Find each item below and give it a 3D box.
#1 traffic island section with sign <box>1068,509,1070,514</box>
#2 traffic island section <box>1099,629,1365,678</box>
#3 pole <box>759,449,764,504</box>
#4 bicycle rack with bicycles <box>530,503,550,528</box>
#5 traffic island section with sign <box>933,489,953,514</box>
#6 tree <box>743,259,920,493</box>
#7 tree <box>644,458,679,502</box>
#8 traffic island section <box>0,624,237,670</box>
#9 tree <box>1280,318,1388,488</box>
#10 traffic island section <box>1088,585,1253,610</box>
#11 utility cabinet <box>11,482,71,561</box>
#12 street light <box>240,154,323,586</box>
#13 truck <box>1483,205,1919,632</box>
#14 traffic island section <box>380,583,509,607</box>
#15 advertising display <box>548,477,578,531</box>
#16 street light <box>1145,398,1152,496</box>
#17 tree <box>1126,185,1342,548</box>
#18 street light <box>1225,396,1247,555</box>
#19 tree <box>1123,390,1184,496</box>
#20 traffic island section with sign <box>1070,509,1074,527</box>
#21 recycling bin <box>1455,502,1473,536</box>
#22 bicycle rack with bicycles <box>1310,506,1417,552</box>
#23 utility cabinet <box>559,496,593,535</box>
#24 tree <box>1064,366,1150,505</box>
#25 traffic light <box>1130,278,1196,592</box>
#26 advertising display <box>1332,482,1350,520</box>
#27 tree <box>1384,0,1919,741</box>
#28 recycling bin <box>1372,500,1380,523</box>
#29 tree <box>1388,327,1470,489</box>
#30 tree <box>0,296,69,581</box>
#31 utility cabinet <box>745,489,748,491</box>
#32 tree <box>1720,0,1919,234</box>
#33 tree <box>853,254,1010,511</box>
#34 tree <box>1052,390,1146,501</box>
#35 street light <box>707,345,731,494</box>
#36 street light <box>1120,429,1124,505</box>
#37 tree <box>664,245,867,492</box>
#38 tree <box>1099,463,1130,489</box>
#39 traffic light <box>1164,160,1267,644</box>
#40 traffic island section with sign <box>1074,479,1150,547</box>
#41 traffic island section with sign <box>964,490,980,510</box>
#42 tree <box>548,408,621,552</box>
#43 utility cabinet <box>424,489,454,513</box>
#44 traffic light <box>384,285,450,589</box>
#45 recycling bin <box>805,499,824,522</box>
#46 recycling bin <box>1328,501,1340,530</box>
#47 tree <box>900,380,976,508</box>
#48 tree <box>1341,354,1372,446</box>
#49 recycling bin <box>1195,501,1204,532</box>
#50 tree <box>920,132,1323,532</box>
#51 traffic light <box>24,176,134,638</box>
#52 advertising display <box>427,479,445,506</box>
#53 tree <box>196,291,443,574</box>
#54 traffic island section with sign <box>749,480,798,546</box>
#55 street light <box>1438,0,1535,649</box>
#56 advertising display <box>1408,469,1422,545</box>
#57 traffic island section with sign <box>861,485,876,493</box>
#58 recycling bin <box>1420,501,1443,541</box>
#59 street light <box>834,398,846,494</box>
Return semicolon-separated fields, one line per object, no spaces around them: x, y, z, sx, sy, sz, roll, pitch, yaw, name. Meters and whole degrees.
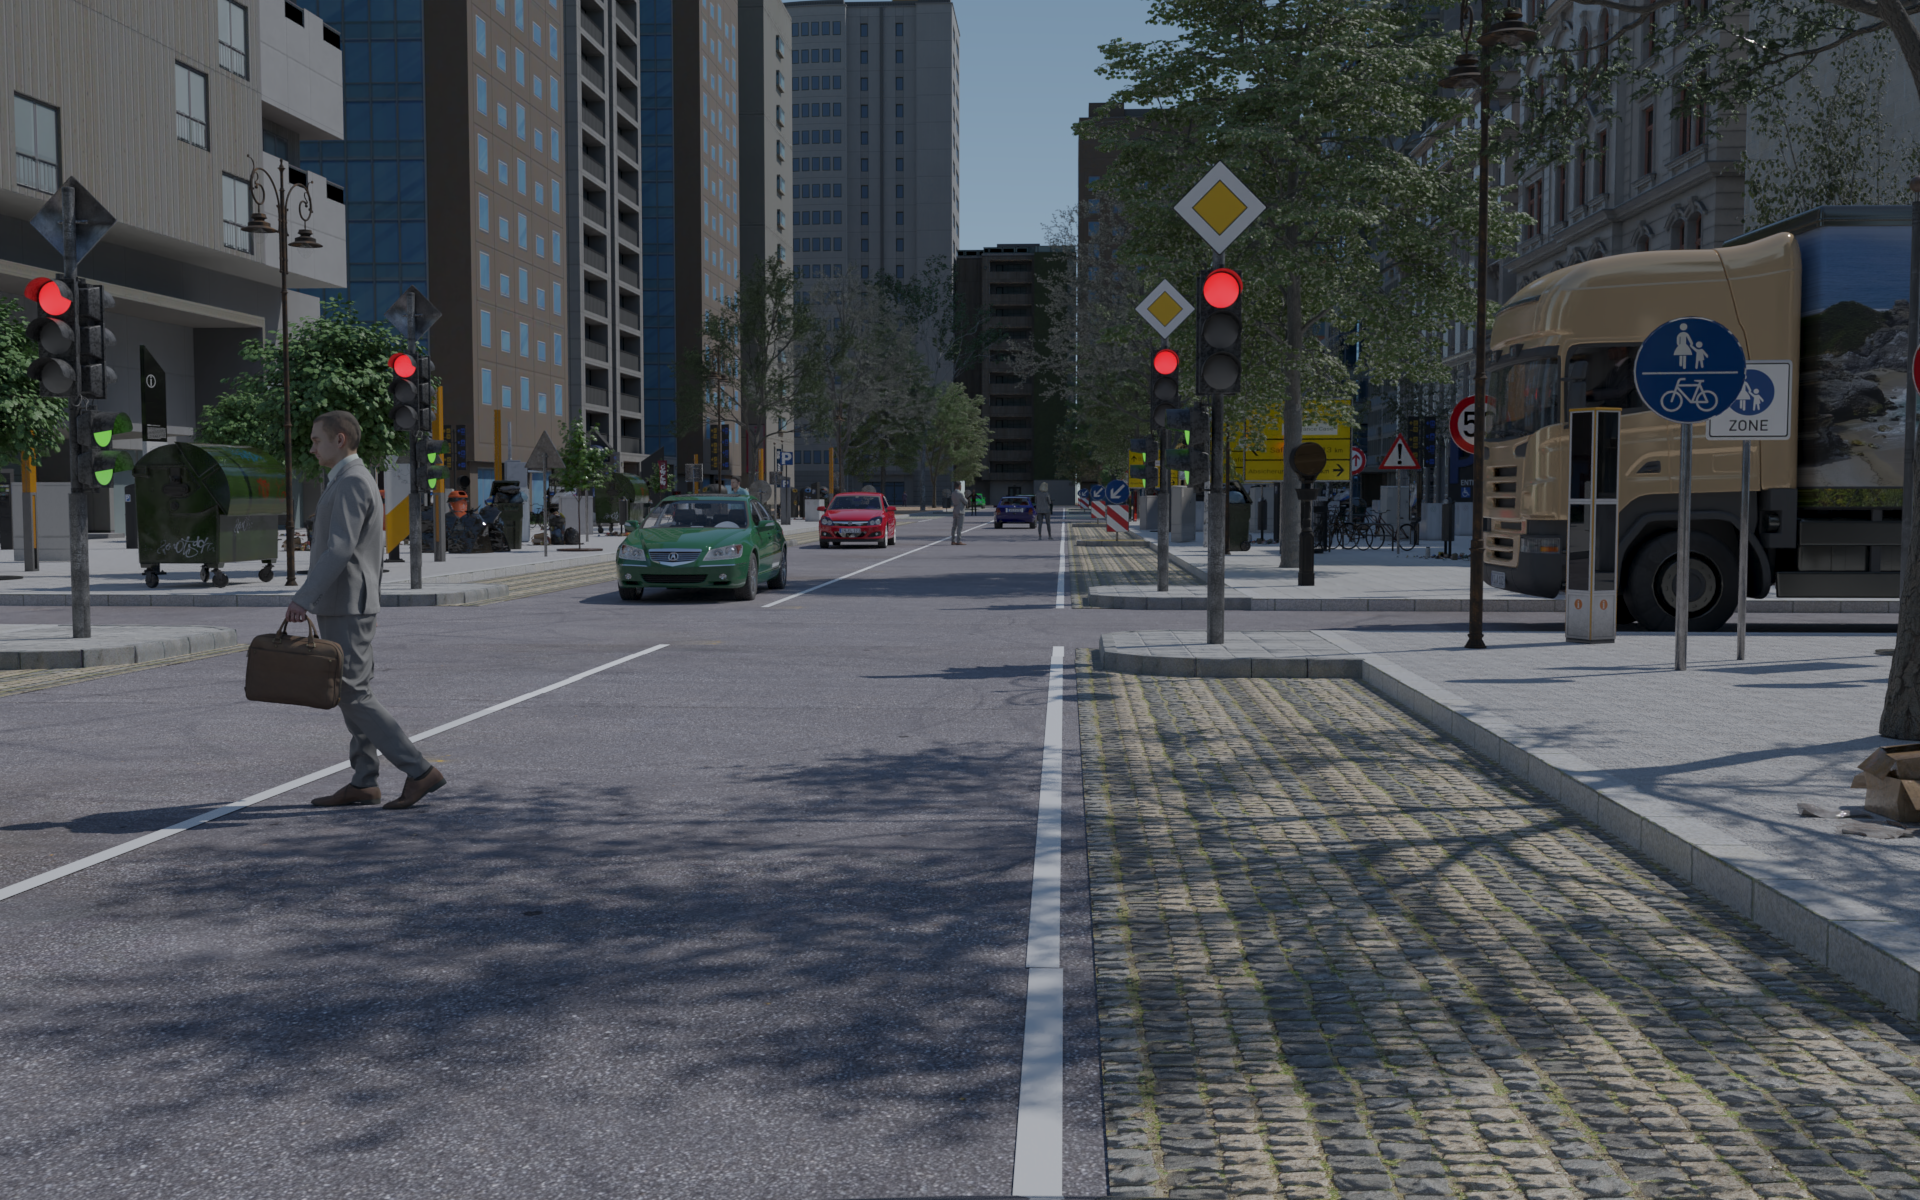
8.833;-7.081;124.402;1.989;1.847;2.006;0;4;3;traffic island section with sign
2.213;0.454;14.862;2.009;0.180;2.903;0;4;3;traffic island section
-8.930;-5.132;77.757;0.158;3.312;0.155;0;3;0;pole
-16.266;-3.202;65.737;2.852;0.926;2.925;-3;5;-43;bicycle rack with bicycles
-0.911;-7.118;124.999;1.989;1.847;2.006;0;4;3;traffic island section with sign
-6.227;-11.055;91.112;12.009;13.543;11.850;0;3;0;tree
-15.843;-5.939;91.711;1.663;3.219;1.824;0;3;0;tree
-7.860;0.416;15.473;2.009;0.180;2.903;0;4;3;traffic island section
14.759;-7.397;71.297;4.360;8.622;3.978;0;3;0;tree
2.695;-0.034;22.832;2.009;0.180;2.903;0;4;3;traffic island section
-17.222;-1.471;32.737;1.173;1.500;0.318;0;4;-5;utility cabinet
-9.349;-3.134;24.034;0.468;5.910;1.993;0;4;3;street light
10.628;-1.778;17.980;11.283;4.237;2.839;0;4;2;truck
-7.378;-0.071;23.444;2.009;0.180;2.903;0;4;3;traffic island section
-13.690;-3.337;59.769;0.974;1.923;0.123;-1;4;-10;advertising display
7.397;-5.759;66.943;0.468;5.910;1.993;0;4;3;street light
6.156;-5.560;41.276;4.737;8.622;4.395;0;3;0;tree
5.648;-3.895;36.471;0.468;5.910;1.993;0;4;3;street light
10.847;-9.203;100.833;4.360;8.622;3.978;0;3;0;tree
5.848;-4.051;74.864;1.989;1.847;2.006;0;4;3;traffic island section with sign
15.679;-2.503;53.484;0.722;1.027;0.722;0;4;-1;recycling bin
8.591;-1.596;39.473;2.852;0.926;2.925;-2;4;-25;bicycle rack with bicycles
-12.096;-2.653;54.541;1.020;1.237;0.306;-2;4;-30;utility cabinet
11.591;-12.540;130.778;9.928;11.665;9.643;0;3;0;tree
2.656;-2.067;22.721;0.839;4.253;0.868;0;4;3;traffic light
18.633;-4.847;84.467;0.974;1.923;0.123;0;4;6;advertising display
4.929;-4.528;8.451;8.767;10.594;7.601;0;4;8;tree
17.738;-3.673;72.600;0.722;1.027;0.722;0;4;-8;recycling bin
19.945;-7.666;75.695;4.360;8.622;3.978;0;3;0;tree
-14.903;-2.582;25.936;4.285;4.588;4.351;0;3;0;tree
-9.440;-4.163;76.736;0.318;1.500;1.173;1;4;23;utility cabinet
12.809;-4.554;24.826;4.360;8.622;3.978;0;3;0;tree
-1.647;-17.058;134.780;12.611;20.169;13.585;0;3;0;tree
13.370;-15.261;166.531;9.611;12.733;9.660;0;3;0;tree
-7.492;-4.962;53.919;0.468;5.910;1.993;0;4;3;street light
9.075;-7.568;96.531;0.468;5.910;1.993;0;4;3;street light
-7.667;-7.984;64.958;7.601;10.594;8.767;2;4;25;tree
13.716;-10.167;149.949;4.285;4.588;4.351;0;3;0;tree
2.174;-1.580;14.750;0.839;4.253;0.868;0;4;3;traffic light
4.216;-2.397;47.816;1.989;1.847;2.006;0;4;3;traffic island section with sign
0.729;-8.775;152.096;1.989;1.847;2.006;0;4;3;traffic island section with sign
-8.516;-2.703;38.790;1.663;3.219;1.824;0;3;0;tree
-21.814;-3.910;72.615;1.173;1.500;0.318;0;4;2;utility cabinet
-7.338;-2.103;23.307;0.839;4.253;0.868;0;4;3;traffic light
-6.765;-4.161;80.581;0.722;1.027;0.722;1;4;15;recycling bin
13.053;-2.998;61.573;0.722;1.027;0.722;0;4;-3;recycling bin
-2.414;-14.221;158.262;9.928;11.665;9.643;0;3;0;tree
18.829;-8.444;88.414;4.737;8.622;4.395;0;3;0;tree
8.371;-2.872;59.510;0.722;1.027;0.722;0;4;6;recycling bin
7.063;-9.045;58.263;12.009;13.543;11.850;0;3;0;tree
-7.820;-1.616;15.336;0.839;4.253;0.868;0;4;3;traffic light
-19.038;-3.532;62.963;0.123;1.923;0.974;1;4;16;advertising display
-10.143;-2.715;28.111;4.285;4.588;4.351;0;3;0;tree
-5.562;-2.407;47.987;1.989;1.847;2.006;0;4;3;traffic island section with sign
4.297;-2.536;14.258;0.468;5.910;1.993;0;4;3;street light
11.498;-2.358;43.769;0.123;1.923;0.974;0;4;3;advertising display
-3.933;-4.059;74.985;1.989;1.847;2.006;0;4;3;traffic island section with sign
13.145;-2.175;48.109;0.722;1.027;0.722;-1;4;-12;recycling bin
-5.785;-6.772;83.505;0.468;5.910;1.993;0;4;3;street light
